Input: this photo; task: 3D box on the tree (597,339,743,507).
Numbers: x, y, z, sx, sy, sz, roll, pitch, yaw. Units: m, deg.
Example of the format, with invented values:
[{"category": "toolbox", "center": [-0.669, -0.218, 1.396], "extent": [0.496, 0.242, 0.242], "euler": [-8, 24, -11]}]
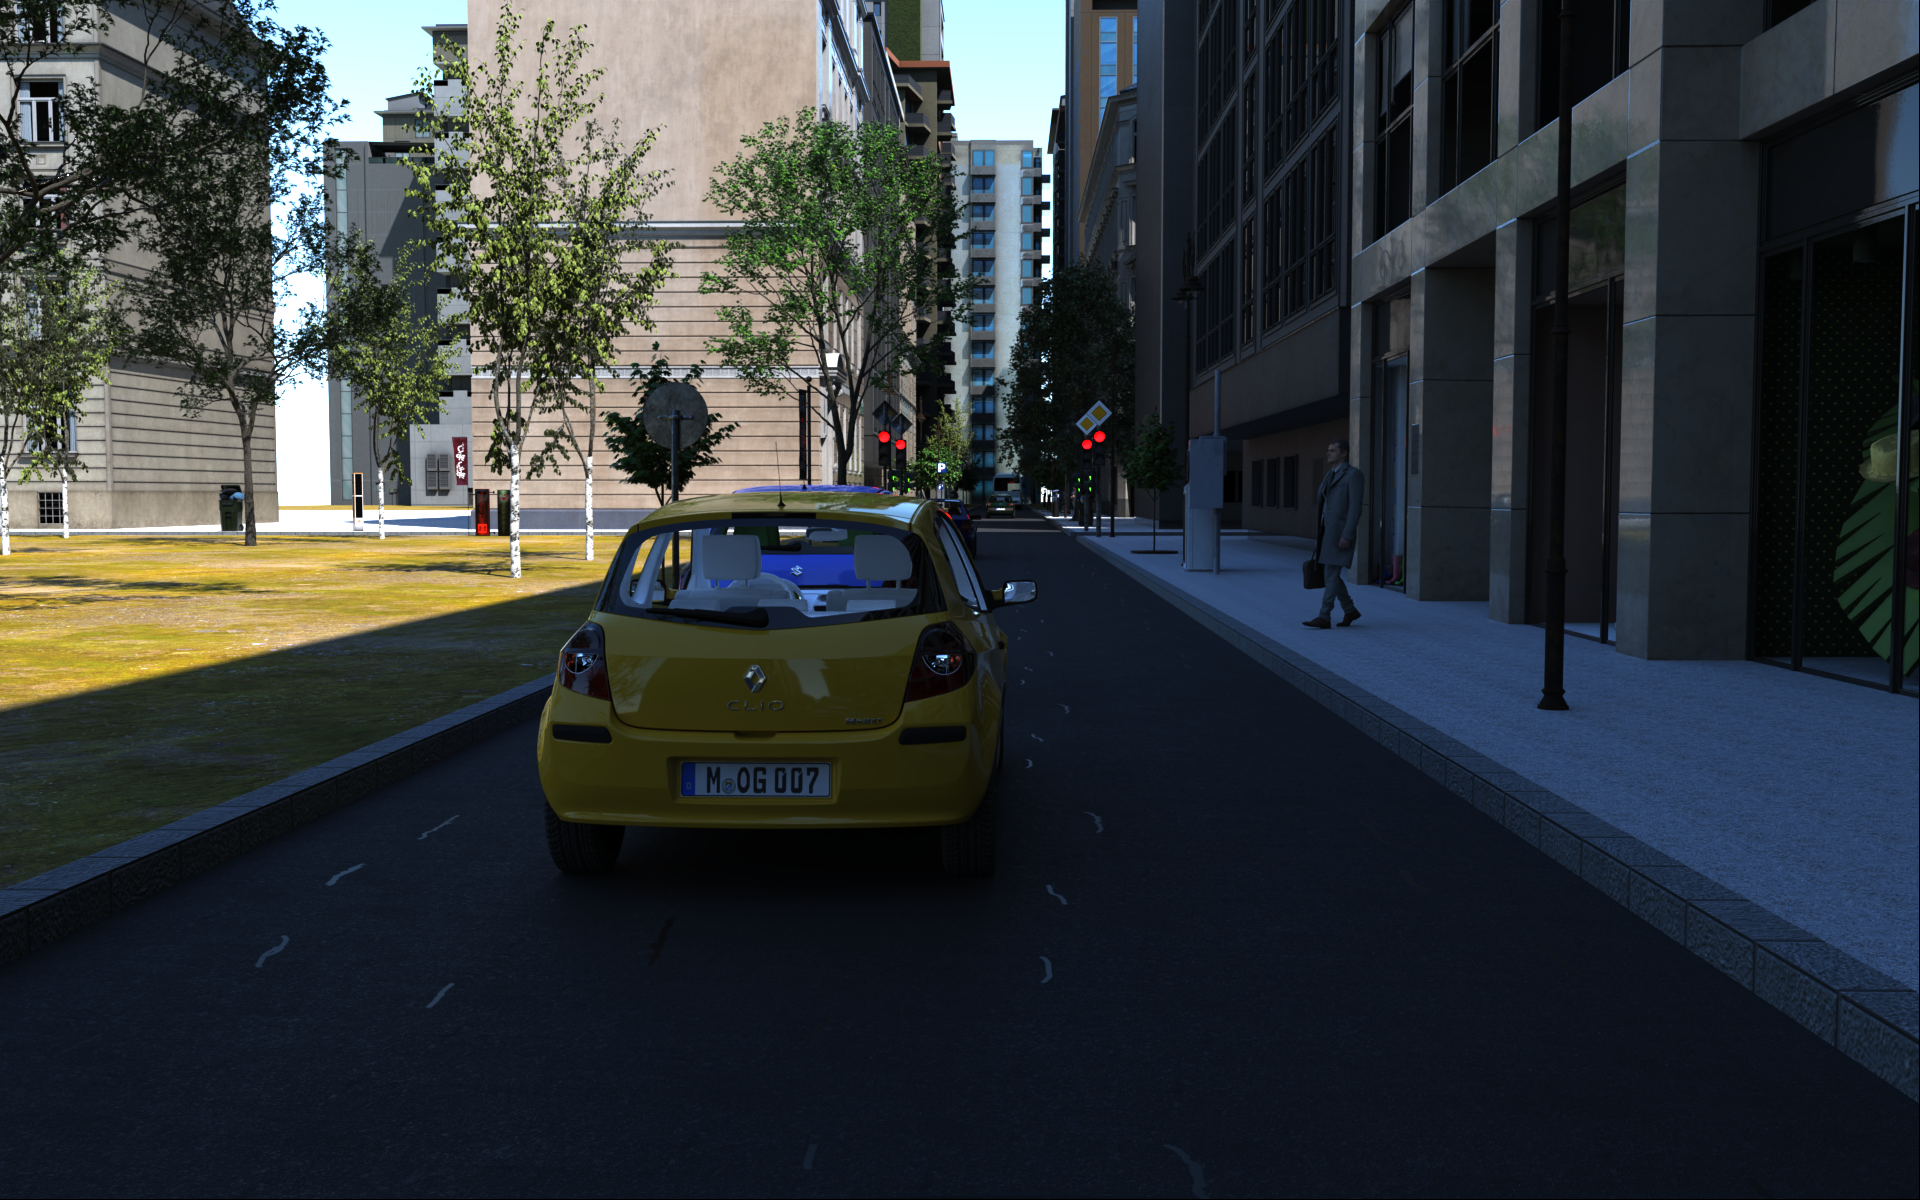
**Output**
[{"category": "tree", "center": [-3.822, -1.666, 21.838], "extent": [1.663, 3.219, 1.824], "euler": [0, 3, 0]}]

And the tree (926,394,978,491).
[{"category": "tree", "center": [-0.705, -10.892, 128.451], "extent": [4.737, 8.622, 4.395], "euler": [0, 3, 0]}]

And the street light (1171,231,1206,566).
[{"category": "street light", "center": [4.035, -3.544, 30.725], "extent": [0.468, 5.910, 1.993], "euler": [0, 4, 2]}]

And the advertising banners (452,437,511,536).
[{"category": "advertising banners", "center": [-14.563, -3.466, 52.863], "extent": [2.074, 3.025, 0.090], "euler": [1, 4, 16]}]

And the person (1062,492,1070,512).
[{"category": "person", "center": [7.390, -6.988, 120.973], "extent": [0.731, 1.740, 0.598], "euler": [-2, 4, -25]}]

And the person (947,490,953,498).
[{"category": "person", "center": [-0.806, -8.532, 145.558], "extent": [0.705, 1.822, 1.348], "euler": [-1, 4, -20]}]

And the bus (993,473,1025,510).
[{"category": "bus", "center": [4.512, -10.139, 160.629], "extent": [2.948, 3.499, 13.247], "euler": [0, 4, 3]}]

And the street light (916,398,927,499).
[{"category": "street light", "center": [-1.831, -6.647, 81.461], "extent": [0.468, 5.910, 1.993], "euler": [0, 4, 2]}]

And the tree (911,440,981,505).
[{"category": "tree", "center": [-1.448, -7.490, 106.172], "extent": [4.285, 4.588, 4.351], "euler": [0, 3, 0]}]

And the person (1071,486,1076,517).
[{"category": "person", "center": [6.425, -5.585, 97.550], "extent": [0.606, 1.804, 0.583], "euler": [3, 5, 44]}]

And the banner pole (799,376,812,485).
[{"category": "banner pole", "center": [-3.266, -2.852, 36.655], "extent": [0.401, 3.779, 0.863], "euler": [1, 4, 15]}]

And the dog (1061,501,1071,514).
[{"category": "dog", "center": [6.738, -5.790, 109.046], "extent": [0.513, 0.831, 0.800], "euler": [-1, 4, -15]}]

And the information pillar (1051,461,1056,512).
[{"category": "information pillar", "center": [6.672, -8.051, 122.990], "extent": [0.183, 3.616, 0.504], "euler": [-2, 4, -28]}]

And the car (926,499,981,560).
[{"category": "car", "center": [-0.494, -1.630, 39.232], "extent": [1.945, 1.354, 3.894], "euler": [0, 4, 1]}]

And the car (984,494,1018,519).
[{"category": "car", "center": [2.394, -5.652, 102.200], "extent": [2.009, 1.686, 4.222], "euler": [0, 4, 1]}]

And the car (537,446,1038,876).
[{"category": "car", "center": [-0.644, 0.139, 7.955], "extent": [2.015, 1.641, 3.980], "euler": [0, 4, 2]}]

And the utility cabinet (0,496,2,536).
[{"category": "utility cabinet", "center": [-29.963, -2.582, 53.375], "extent": [1.020, 1.237, 0.306], "euler": [-2, 4, -25]}]

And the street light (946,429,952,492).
[{"category": "street light", "center": [-0.740, -9.152, 122.427], "extent": [0.468, 5.910, 1.993], "euler": [0, 4, 2]}]

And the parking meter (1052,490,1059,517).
[{"category": "parking meter", "center": [5.306, -5.361, 96.059], "extent": [0.372, 1.533, 0.369], "euler": [0, 3, 0]}]

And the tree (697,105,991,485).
[{"category": "tree", "center": [-3.057, -7.343, 45.813], "extent": [9.928, 11.665, 9.643], "euler": [0, 3, 0]}]

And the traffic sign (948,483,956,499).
[{"category": "traffic sign", "center": [-0.681, -7.292, 119.234], "extent": [0.884, 2.594, 0.081], "euler": [0, 4, 8]}]

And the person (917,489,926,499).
[{"category": "person", "center": [-2.447, -6.437, 111.681], "extent": [0.661, 1.777, 0.834], "euler": [2, 4, 35]}]

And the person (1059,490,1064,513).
[{"category": "person", "center": [6.628, -6.680, 115.600], "extent": [0.601, 1.785, 0.444], "euler": [0, 4, 5]}]

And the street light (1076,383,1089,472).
[{"category": "street light", "center": [5.126, -6.101, 72.546], "extent": [0.468, 5.910, 1.993], "euler": [0, 4, 2]}]

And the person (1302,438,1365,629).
[{"category": "person", "center": [3.573, -0.639, 16.596], "extent": [0.767, 1.812, 0.694], "euler": [-1, 4, -19]}]

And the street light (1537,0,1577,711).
[{"category": "street light", "center": [3.544, -2.286, 10.171], "extent": [0.468, 5.910, 1.993], "euler": [0, 4, 2]}]

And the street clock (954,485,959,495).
[{"category": "street clock", "center": [-0.294, -7.809, 132.255], "extent": [0.358, 2.002, 0.471], "euler": [-1, 4, -23]}]

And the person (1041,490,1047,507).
[{"category": "person", "center": [8.222, -10.019, 170.649], "extent": [0.742, 1.727, 0.445], "euler": [2, 4, 31]}]

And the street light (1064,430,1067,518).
[{"category": "street light", "center": [5.700, -7.379, 93.429], "extent": [0.468, 5.910, 1.993], "euler": [0, 4, 2]}]

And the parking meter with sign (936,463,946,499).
[{"category": "parking meter with sign", "center": [-1.077, -6.204, 97.700], "extent": [0.543, 3.016, 1.738], "euler": [0, 4, -3]}]

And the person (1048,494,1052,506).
[{"category": "person", "center": [9.745, -10.945, 188.188], "extent": [0.628, 1.438, 0.799], "euler": [-1, 4, -10]}]

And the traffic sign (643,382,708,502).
[{"category": "traffic sign", "center": [-3.241, -1.198, 19.699], "extent": [0.768, 2.556, 0.104], "euler": [0, 4, 8]}]

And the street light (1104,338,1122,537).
[{"category": "street light", "center": [4.535, -4.806, 51.366], "extent": [0.468, 5.910, 1.993], "euler": [0, 4, 2]}]

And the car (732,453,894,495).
[{"category": "car", "center": [-1.032, -0.188, 12.662], "extent": [1.945, 1.707, 3.694], "euler": [0, 4, 0]}]

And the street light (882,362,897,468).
[{"category": "street light", "center": [-2.457, -5.376, 60.687], "extent": [0.468, 5.910, 1.993], "euler": [0, 4, 2]}]

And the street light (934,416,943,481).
[{"category": "street light", "center": [-1.275, -7.912, 102.142], "extent": [0.468, 5.910, 1.993], "euler": [0, 4, 2]}]

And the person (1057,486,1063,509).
[{"category": "person", "center": [6.277, -6.417, 111.307], "extent": [0.623, 1.781, 0.721], "euler": [-1, 4, -17]}]

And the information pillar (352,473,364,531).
[{"category": "information pillar", "center": [-20.923, -3.405, 60.169], "extent": [0.304, 2.012, 0.304], "euler": [-2, 4, -34]}]

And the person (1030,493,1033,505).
[{"category": "person", "center": [8.386, -11.885, 203.620], "extent": [0.557, 1.426, 1.065], "euler": [-1, 4, -9]}]

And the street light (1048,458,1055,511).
[{"category": "street light", "center": [6.205, -8.617, 113.681], "extent": [0.468, 5.910, 1.993], "euler": [0, 4, 2]}]
